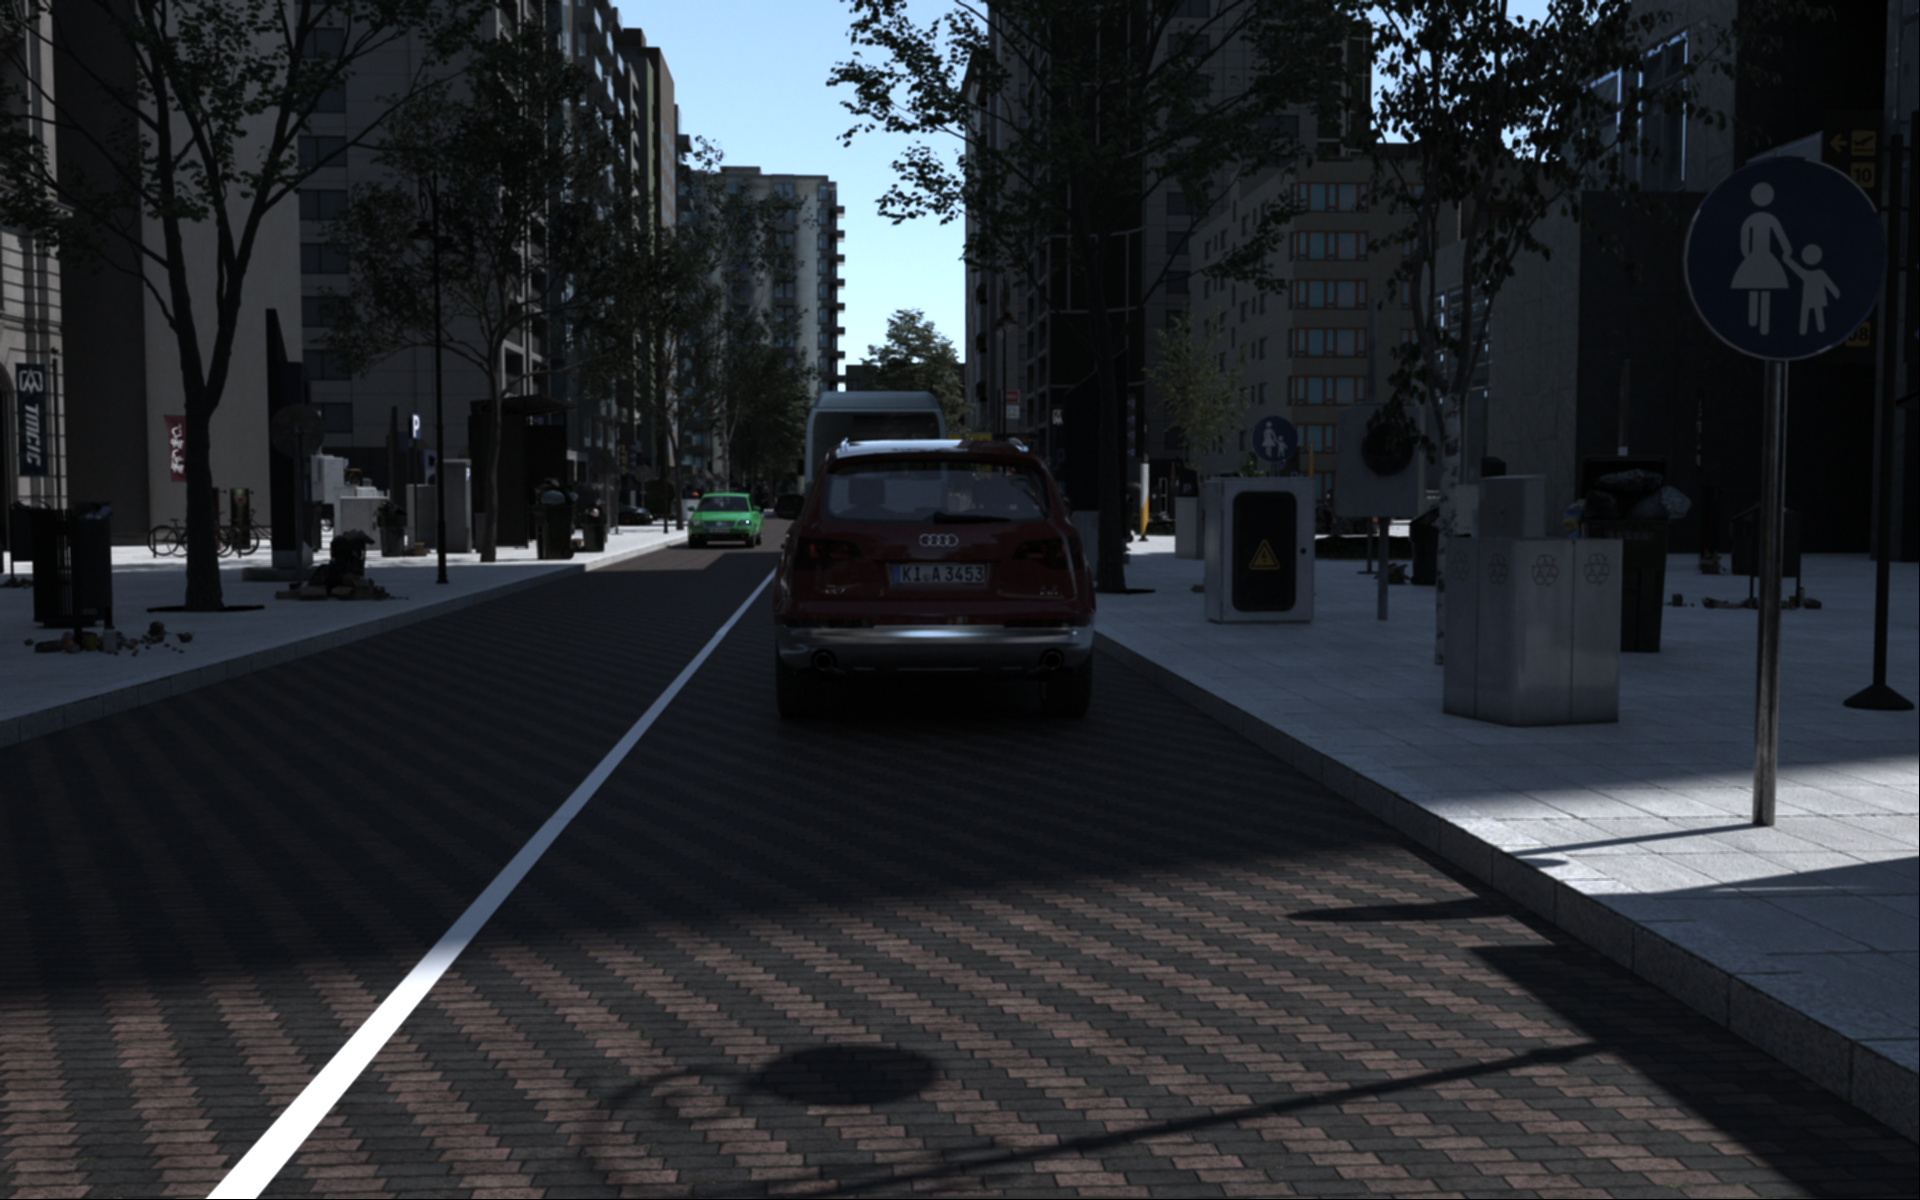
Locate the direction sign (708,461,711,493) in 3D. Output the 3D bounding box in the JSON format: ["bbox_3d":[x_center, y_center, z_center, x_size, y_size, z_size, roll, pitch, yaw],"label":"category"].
[{"bbox_3d":[-17.133,-7.743,118.592,0.379,3.537,0.876,0,4,8],"label":"direction sign"}]

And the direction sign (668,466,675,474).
[{"bbox_3d":[-23.892,-9.260,143.391,0.379,3.537,0.876,-3,5,-41],"label":"direction sign"}]

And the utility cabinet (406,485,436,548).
[{"bbox_3d":[-12.779,-2.002,41.405,0.318,1.500,1.173,1,4,12],"label":"utility cabinet"}]

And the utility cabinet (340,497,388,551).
[{"bbox_3d":[-13.476,-1.716,39.215,1.020,1.237,0.306,-2,4,-24],"label":"utility cabinet"}]

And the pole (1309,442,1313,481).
[{"bbox_3d":[13.681,-4.505,67.507,0.158,3.312,0.155,0,3,0],"label":"pole"}]

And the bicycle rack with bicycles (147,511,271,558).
[{"bbox_3d":[-15.431,-1.371,35.801,2.925,0.926,2.852,0,4,5],"label":"bicycle rack with bicycles"}]

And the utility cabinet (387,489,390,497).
[{"bbox_3d":[-26.476,-4.406,80.721,0.318,1.500,1.173,-1,4,-23],"label":"utility cabinet"}]

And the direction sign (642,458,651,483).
[{"bbox_3d":[-19.679,-7.166,109.166,0.379,3.537,0.876,-2,4,-35],"label":"direction sign"}]

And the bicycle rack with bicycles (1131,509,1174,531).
[{"bbox_3d":[5.751,-2.753,58.387,2.925,0.926,2.852,0,4,8],"label":"bicycle rack with bicycles"}]

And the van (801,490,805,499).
[{"bbox_3d":[-13.636,-9.159,156.753,2.013,2.044,4.112,0,4,-4],"label":"van"}]

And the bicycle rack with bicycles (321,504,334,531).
[{"bbox_3d":[-22.392,-2.865,60.221,2.852,0.926,2.925,-3,5,-44],"label":"bicycle rack with bicycles"}]

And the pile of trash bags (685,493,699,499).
[{"bbox_3d":[-14.796,-5.386,97.817,1.912,1.369,3.447,-1,4,-17],"label":"pile of trash bags"}]

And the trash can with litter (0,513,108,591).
[{"bbox_3d":[-13.334,-0.792,24.000,2.233,1.210,1.678,-3,5,-44],"label":"trash can with litter"}]

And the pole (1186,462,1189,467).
[{"bbox_3d":[14.362,-7.058,109.243,0.158,3.312,0.155,0,3,0],"label":"pole"}]

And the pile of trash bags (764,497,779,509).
[{"bbox_3d":[-17.085,-8.499,148.712,3.447,1.369,1.912,-1,4,-9],"label":"pile of trash bags"}]

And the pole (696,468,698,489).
[{"bbox_3d":[-20.714,-8.732,136.617,0.158,3.312,0.155,0,3,0],"label":"pole"}]

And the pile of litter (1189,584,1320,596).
[{"bbox_3d":[3.757,-0.514,22.365,1.176,0.858,1.719,-2,4,-33],"label":"pile of litter"}]

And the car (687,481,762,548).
[{"bbox_3d":[-6.401,-2.359,47.365,1.959,1.807,4.718,0,4,-3],"label":"car"}]

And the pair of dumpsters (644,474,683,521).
[{"bbox_3d":[-14.311,-4.951,83.444,1.574,2.255,4.437,0,4,-4],"label":"pair of dumpsters"}]

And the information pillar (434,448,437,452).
[{"bbox_3d":[-24.594,-5.514,81.508,0.504,3.616,0.183,2,4,26],"label":"information pillar"}]

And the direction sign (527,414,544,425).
[{"bbox_3d":[-12.060,-3.462,48.596,0.876,3.537,0.379,-3,5,-40],"label":"direction sign"}]

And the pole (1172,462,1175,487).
[{"bbox_3d":[13.525,-7.099,109.916,0.158,3.312,0.155,0,3,0],"label":"pole"}]

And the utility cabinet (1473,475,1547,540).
[{"bbox_3d":[6.531,-0.727,20.572,0.318,1.500,1.173,-1,4,-8],"label":"utility cabinet"}]

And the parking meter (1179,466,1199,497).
[{"bbox_3d":[4.806,-1.877,36.407,0.399,1.863,0.255,1,4,18],"label":"parking meter"}]

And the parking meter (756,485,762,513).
[{"bbox_3d":[-13.532,-6.765,116.325,0.255,1.863,0.399,-3,4,-39],"label":"parking meter"}]

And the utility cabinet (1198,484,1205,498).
[{"bbox_3d":[5.205,-1.774,37.683,0.318,1.500,1.173,0,4,-7],"label":"utility cabinet"}]

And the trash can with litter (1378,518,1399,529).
[{"bbox_3d":[15.086,-3.262,64.391,1.678,1.210,2.233,-2,4,-33],"label":"trash can with litter"}]

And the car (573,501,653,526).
[{"bbox_3d":[-14.974,-3.822,72.271,4.222,1.686,2.009,0,4,-2],"label":"car"}]

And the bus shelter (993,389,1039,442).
[{"bbox_3d":[1.399,-5.274,63.858,2.179,5.291,8.768,0,4,-4],"label":"bus shelter"}]

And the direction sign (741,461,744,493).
[{"bbox_3d":[-14.835,-7.725,118.297,0.379,3.537,0.876,-1,4,-16],"label":"direction sign"}]

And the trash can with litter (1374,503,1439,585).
[{"bbox_3d":[6.400,-0.803,24.511,1.055,1.170,0.624,2,4,30],"label":"trash can with litter"}]

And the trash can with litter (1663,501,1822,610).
[{"bbox_3d":[8.850,-0.531,19.735,2.233,1.210,1.678,0,4,7],"label":"trash can with litter"}]

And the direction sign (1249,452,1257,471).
[{"bbox_3d":[15.737,-6.192,93.237,0.379,3.537,0.876,-2,4,-24],"label":"direction sign"}]

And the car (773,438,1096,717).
[{"bbox_3d":[-0.240,-0.246,12.693,2.281,1.827,5.304,0,4,-3],"label":"car"}]

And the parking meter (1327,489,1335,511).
[{"bbox_3d":[17.490,-4.484,81.726,0.372,1.533,0.369,0,3,0],"label":"parking meter"}]

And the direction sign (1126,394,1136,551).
[{"bbox_3d":[3.685,-2.884,39.149,0.379,3.537,0.876,3,5,43],"label":"direction sign"}]

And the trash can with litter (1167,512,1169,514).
[{"bbox_3d":[14.302,-6.264,113.471,2.233,1.210,1.678,1,4,20],"label":"trash can with litter"}]

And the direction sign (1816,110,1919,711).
[{"bbox_3d":[5.536,-1.121,10.330,0.876,3.537,0.379,0,4,-2],"label":"direction sign"}]

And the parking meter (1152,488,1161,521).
[{"bbox_3d":[7.874,-3.727,69.340,0.372,1.533,0.369,0,3,0],"label":"parking meter"}]

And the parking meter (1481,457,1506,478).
[{"bbox_3d":[8.295,-1.300,26.974,0.255,1.863,0.399,-1,4,-9],"label":"parking meter"}]

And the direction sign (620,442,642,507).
[{"bbox_3d":[-14.548,-5.129,75.864,0.876,3.537,0.379,-3,5,-43],"label":"direction sign"}]

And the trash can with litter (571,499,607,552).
[{"bbox_3d":[-8.318,-1.642,38.228,1.055,1.170,0.624,1,4,20],"label":"trash can with litter"}]

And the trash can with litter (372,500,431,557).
[{"bbox_3d":[-11.434,-1.473,35.468,0.624,1.170,1.055,3,5,41],"label":"trash can with litter"}]

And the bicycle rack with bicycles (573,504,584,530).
[{"bbox_3d":[-14.291,-2.926,61.226,2.852,0.926,2.925,-1,4,-20],"label":"bicycle rack with bicycles"}]

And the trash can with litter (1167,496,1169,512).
[{"bbox_3d":[13.744,-6.403,116.080,1.055,1.170,0.624,-2,4,-31],"label":"trash can with litter"}]

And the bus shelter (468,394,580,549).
[{"bbox_3d":[-10.879,-3.203,43.654,1.731,3.624,6.357,0,4,-4],"label":"bus shelter"}]

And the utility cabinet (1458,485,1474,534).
[{"bbox_3d":[12.218,-1.999,41.362,0.318,1.500,1.173,-2,4,-28],"label":"utility cabinet"}]

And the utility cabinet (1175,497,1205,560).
[{"bbox_3d":[4.598,-1.412,34.251,0.306,1.237,1.020,-1,4,-18],"label":"utility cabinet"}]

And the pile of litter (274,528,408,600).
[{"bbox_3d":[-7.605,-0.443,21.209,1.719,0.858,1.176,2,4,31],"label":"pile of litter"}]

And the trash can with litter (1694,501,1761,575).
[{"bbox_3d":[12.267,-0.988,27.548,1.055,1.170,0.624,1,4,22],"label":"trash can with litter"}]

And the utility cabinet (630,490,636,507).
[{"bbox_3d":[-23.745,-7.151,125.596,1.173,1.500,0.318,3,5,43],"label":"utility cabinet"}]

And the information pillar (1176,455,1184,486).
[{"bbox_3d":[13.257,-6.922,104.527,0.504,3.616,0.183,1,4,9],"label":"information pillar"}]

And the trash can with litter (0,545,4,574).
[{"bbox_3d":[-8.626,-0.193,14.551,1.055,1.170,0.624,0,4,4],"label":"trash can with litter"}]

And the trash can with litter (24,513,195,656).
[{"bbox_3d":[-7.101,-0.227,14.774,1.678,1.210,2.233,0,4,0],"label":"trash can with litter"}]

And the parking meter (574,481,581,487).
[{"bbox_3d":[-17.008,-4.369,77.150,0.255,1.863,0.399,1,4,15],"label":"parking meter"}]

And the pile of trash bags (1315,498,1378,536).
[{"bbox_3d":[12.267,-2.701,53.918,1.912,1.369,3.447,-1,4,-15],"label":"pile of trash bags"}]

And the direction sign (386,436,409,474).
[{"bbox_3d":[-21.734,-4.588,67.005,0.876,3.537,0.379,0,4,3],"label":"direction sign"}]
